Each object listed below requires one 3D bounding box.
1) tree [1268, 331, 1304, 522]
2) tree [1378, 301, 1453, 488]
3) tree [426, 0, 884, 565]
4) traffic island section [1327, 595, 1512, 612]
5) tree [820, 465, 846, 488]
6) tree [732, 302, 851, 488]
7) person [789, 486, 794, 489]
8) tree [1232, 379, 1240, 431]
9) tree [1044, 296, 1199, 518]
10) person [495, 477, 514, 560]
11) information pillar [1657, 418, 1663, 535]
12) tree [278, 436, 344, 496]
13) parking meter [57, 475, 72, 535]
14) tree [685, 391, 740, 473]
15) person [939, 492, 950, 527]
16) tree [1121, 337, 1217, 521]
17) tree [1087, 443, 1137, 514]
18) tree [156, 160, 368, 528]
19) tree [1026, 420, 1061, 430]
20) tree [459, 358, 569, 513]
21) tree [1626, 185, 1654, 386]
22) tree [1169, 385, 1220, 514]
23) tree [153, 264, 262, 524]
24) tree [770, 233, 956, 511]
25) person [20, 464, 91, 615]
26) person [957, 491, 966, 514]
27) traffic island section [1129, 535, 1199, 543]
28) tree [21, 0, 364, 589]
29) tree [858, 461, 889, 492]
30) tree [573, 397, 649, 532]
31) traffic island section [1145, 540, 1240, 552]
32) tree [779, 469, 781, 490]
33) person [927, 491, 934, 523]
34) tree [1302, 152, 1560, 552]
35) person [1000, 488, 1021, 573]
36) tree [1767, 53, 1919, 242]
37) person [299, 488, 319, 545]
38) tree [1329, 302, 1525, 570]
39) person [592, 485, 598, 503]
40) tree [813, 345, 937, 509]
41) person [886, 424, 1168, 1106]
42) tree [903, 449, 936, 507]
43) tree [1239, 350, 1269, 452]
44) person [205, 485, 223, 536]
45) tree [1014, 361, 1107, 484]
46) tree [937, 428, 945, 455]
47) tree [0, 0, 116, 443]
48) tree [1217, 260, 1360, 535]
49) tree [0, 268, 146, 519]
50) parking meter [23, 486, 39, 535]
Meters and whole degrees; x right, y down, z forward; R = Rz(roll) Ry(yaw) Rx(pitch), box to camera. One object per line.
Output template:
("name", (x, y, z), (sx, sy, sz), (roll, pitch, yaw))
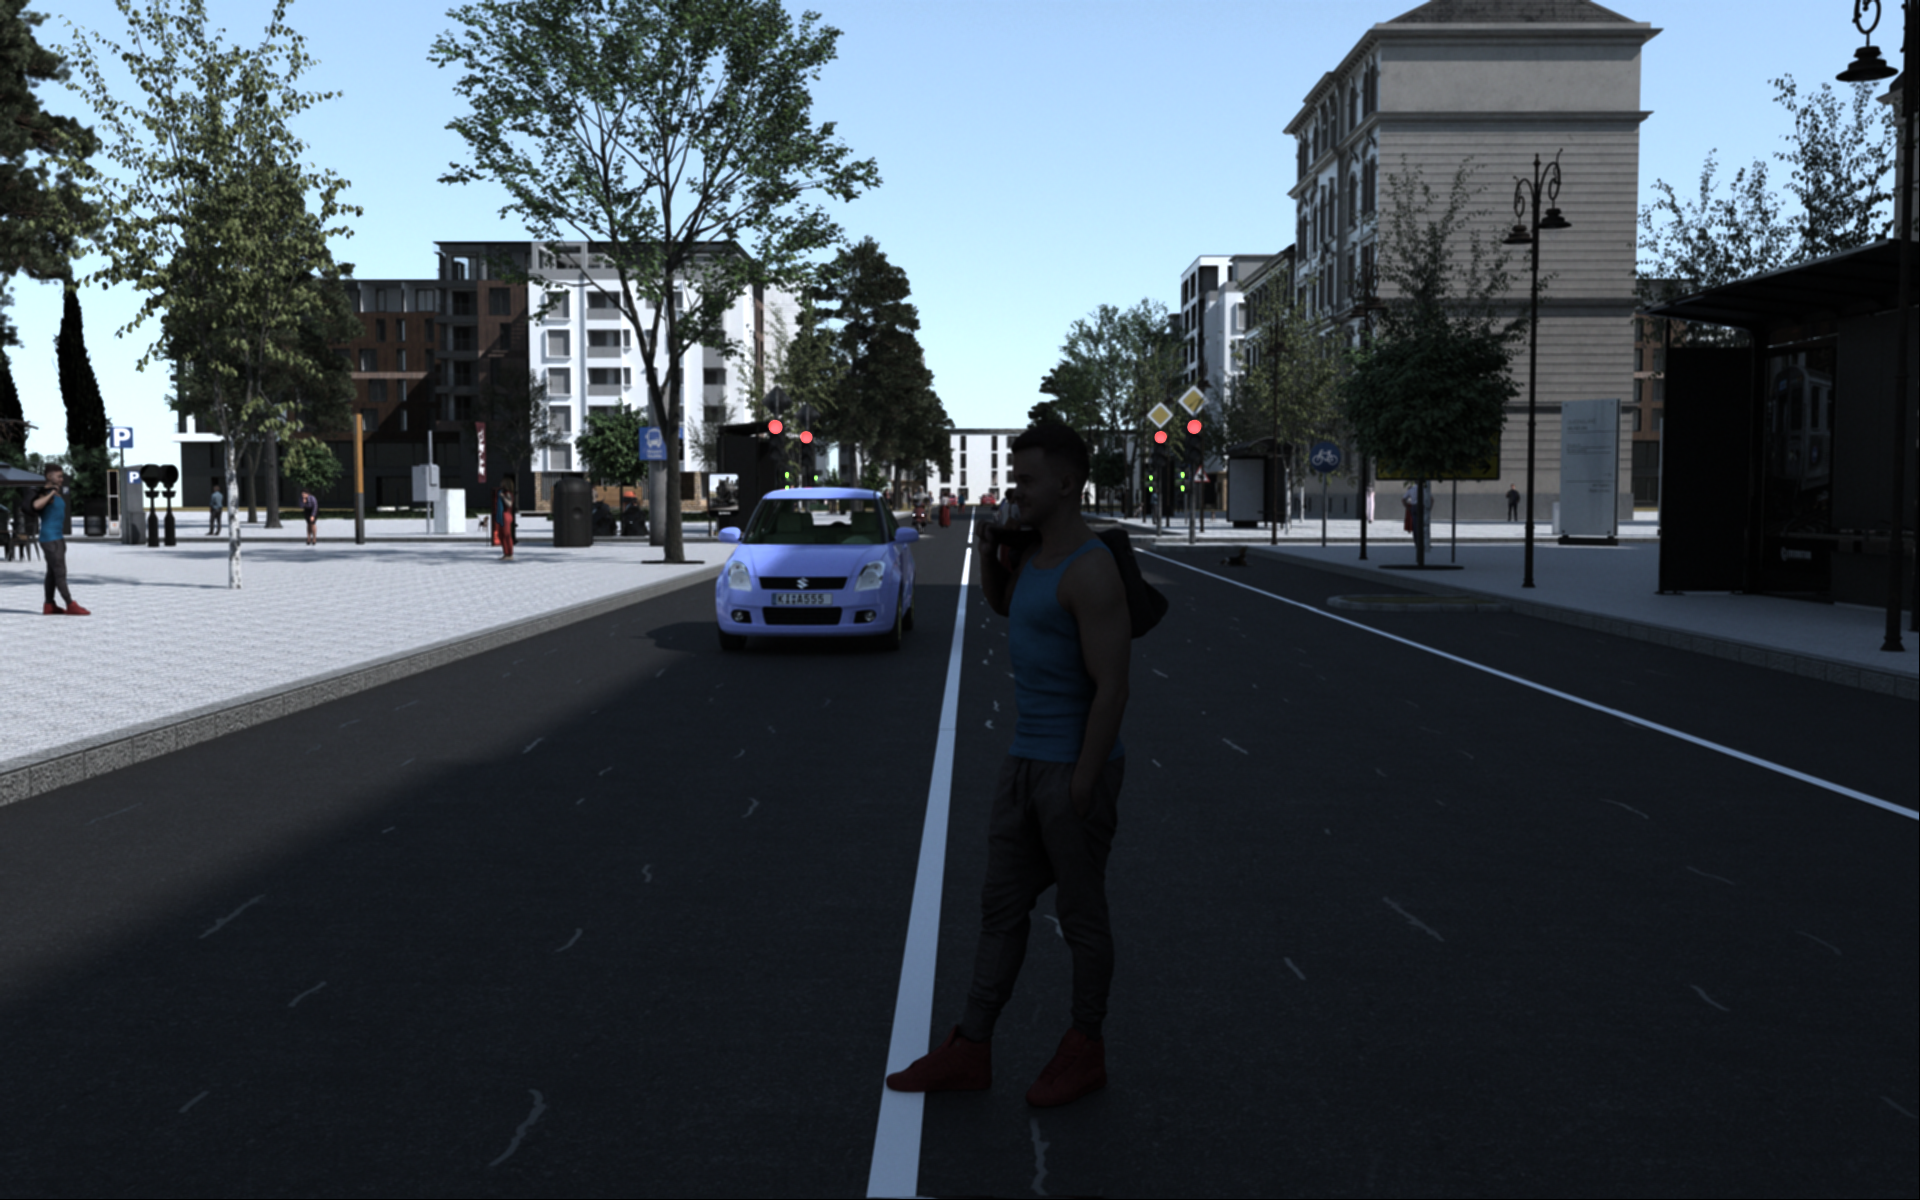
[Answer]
("tree", (15.099, -7.407, 71.472), (4.360, 8.622, 3.978), (0, 3, 0))
("tree", (16.867, -7.024, 65.209), (4.737, 8.622, 4.395), (0, 3, 0))
("tree", (-5.438, -6.472, 31.567), (9.928, 11.665, 9.643), (0, 3, 0))
("traffic island section", (5.750, 0.047, 22.091), (1.991, 0.108, 1.994), (0, 4, 1))
("tree", (-8.219, -7.275, 113.554), (1.663, 3.219, 1.824), (0, 3, 0))
("tree", (-6.235, -6.985, 64.567), (4.737, 8.622, 4.395), (0, 3, 0))
("person", (-7.037, -3.981, 72.048), (0.541, 1.710, 0.530), (-2, 4, -25))
("tree", (15.647, -8.293, 85.955), (4.360, 8.622, 3.978), (0, 3, 0))
("tree", (9.013, -10.179, 92.186), (9.928, 11.665, 9.643), (0, 3, 0))
("person", (-8.866, -1.585, 33.666), (0.444, 1.614, 0.593), (0, 4, 2))
("information pillar", (21.849, -3.764, 52.850), (0.184, 3.620, 1.656), (-1, 4, -8))
("tree", (-35.984, -6.888, 96.336), (4.285, 4.588, 4.351), (0, 3, 0))
("parking meter", (-28.040, -2.962, 54.140), (0.255, 1.863, 0.399), (2, 4, 24))
("tree", (-17.453, -10.570, 123.174), (4.360, 8.622, 3.978), (0, 3, 0))
("person", (-0.653, -3.873, 74.298), (0.523, 1.526, 0.387), (-1, 4, -18))
("tree", (9.444, -8.081, 82.482), (4.737, 8.622, 4.395), (0, 3, 0))
("tree", (9.621, -7.803, 111.296), (4.285, 4.588, 4.351), (0, 3, 0))
("tree", (-25.983, -9.601, 64.397), (7.806, 13.903, 7.818), (0, 3, 0))
("tree", (9.805, -15.677, 190.733), (7.601, 10.594, 8.767), (-1, 4, -22))
("tree", (-30.931, -11.337, 119.766), (8.767, 10.594, 7.601), (1, 4, 15))
("tree", (16.452, -5.358, 37.963), (4.360, 8.622, 3.978), (0, 3, 0))
("tree", (14.428, -9.785, 110.351), (4.360, 8.622, 3.978), (0, 3, 0))
("tree", (-30.996, -9.181, 75.872), (9.928, 11.665, 9.643), (0, 3, 0))
("tree", (-5.227, -10.845, 84.745), (7.806, 13.903, 7.818), (0, 3, 0))
("person", (-9.574, -0.636, 18.319), (0.662, 1.594, 0.647), (-1, 4, -21))
("person", (0.105, -6.849, 122.185), (0.444, 1.614, 0.593), (-3, 5, -41))
("traffic island section", (6.022, -1.832, 52.227), (2.009, 0.180, 2.903), (0, 4, 1))
("tree", (-9.855, -4.444, 23.023), (4.737, 8.622, 4.395), (0, 3, 0))
("tree", (-4.522, -5.990, 92.545), (1.663, 3.219, 1.824), (0, 3, 0))
("tree", (-11.444, -4.581, 58.618), (4.285, 4.588, 4.351), (0, 3, 0))
("traffic island section", (5.949, -1.343, 44.242), (2.009, 0.180, 2.903), (0, 4, 1))
("tree", (-11.985, -7.105, 110.775), (1.663, 3.219, 1.824), (0, 3, 0))
("person", (-1.452, -4.525, 84.542), (0.319, 1.574, 0.516), (1, 4, 20))
("tree", (10.490, -5.348, 37.808), (4.360, 8.622, 3.978), (0, 3, 0))
("person", (0.776, -0.951, 26.512), (0.387, 1.526, 0.523), (-2, 4, -29))
("tree", (14.596, -4.857, 29.769), (4.360, 8.622, 3.978), (0, 3, 0))
("person", (-16.370, -2.098, 43.573), (0.421, 1.427, 0.697), (0, 4, 0))
("tree", (8.040, -2.820, 29.826), (4.285, 4.588, 4.351), (0, 3, 0))
("person", (-19.602, -5.243, 92.292), (0.617, 1.759, 0.750), (-2, 4, -28))
("tree", (-5.359, -10.043, 98.613), (7.601, 10.594, 8.767), (0, 4, -2))
("person", (0.170, 0.379, 4.179), (0.662, 1.594, 0.647), (-2, 4, -34))
("tree", (-4.743, -13.465, 170.520), (4.360, 8.622, 3.978), (0, 3, 0))
("tree", (15.325, -7.843, 78.603), (4.360, 8.622, 3.978), (0, 3, 0))
("person", (-22.982, -2.763, 53.432), (0.499, 1.552, 0.429), (-3, 5, -43))
("tree", (8.777, -13.336, 140.100), (6.751, 12.117, 7.091), (0, 3, 0))
("tree", (-4.927, -13.055, 147.854), (8.767, 10.594, 7.601), (2, 4, 26))
("tree", (-16.459, -6.360, 26.044), (6.751, 12.117, 7.091), (0, 3, 0))
("tree", (10.386, -6.360, 54.344), (4.737, 8.622, 4.395), (0, 3, 0))
("tree", (-55.501, -12.318, 103.224), (13.155, 14.587, 18.604), (-2, 4, -29))
("parking meter", (-29.235, -2.985, 54.517), (0.255, 1.863, 0.399), (1, 4, 22))
